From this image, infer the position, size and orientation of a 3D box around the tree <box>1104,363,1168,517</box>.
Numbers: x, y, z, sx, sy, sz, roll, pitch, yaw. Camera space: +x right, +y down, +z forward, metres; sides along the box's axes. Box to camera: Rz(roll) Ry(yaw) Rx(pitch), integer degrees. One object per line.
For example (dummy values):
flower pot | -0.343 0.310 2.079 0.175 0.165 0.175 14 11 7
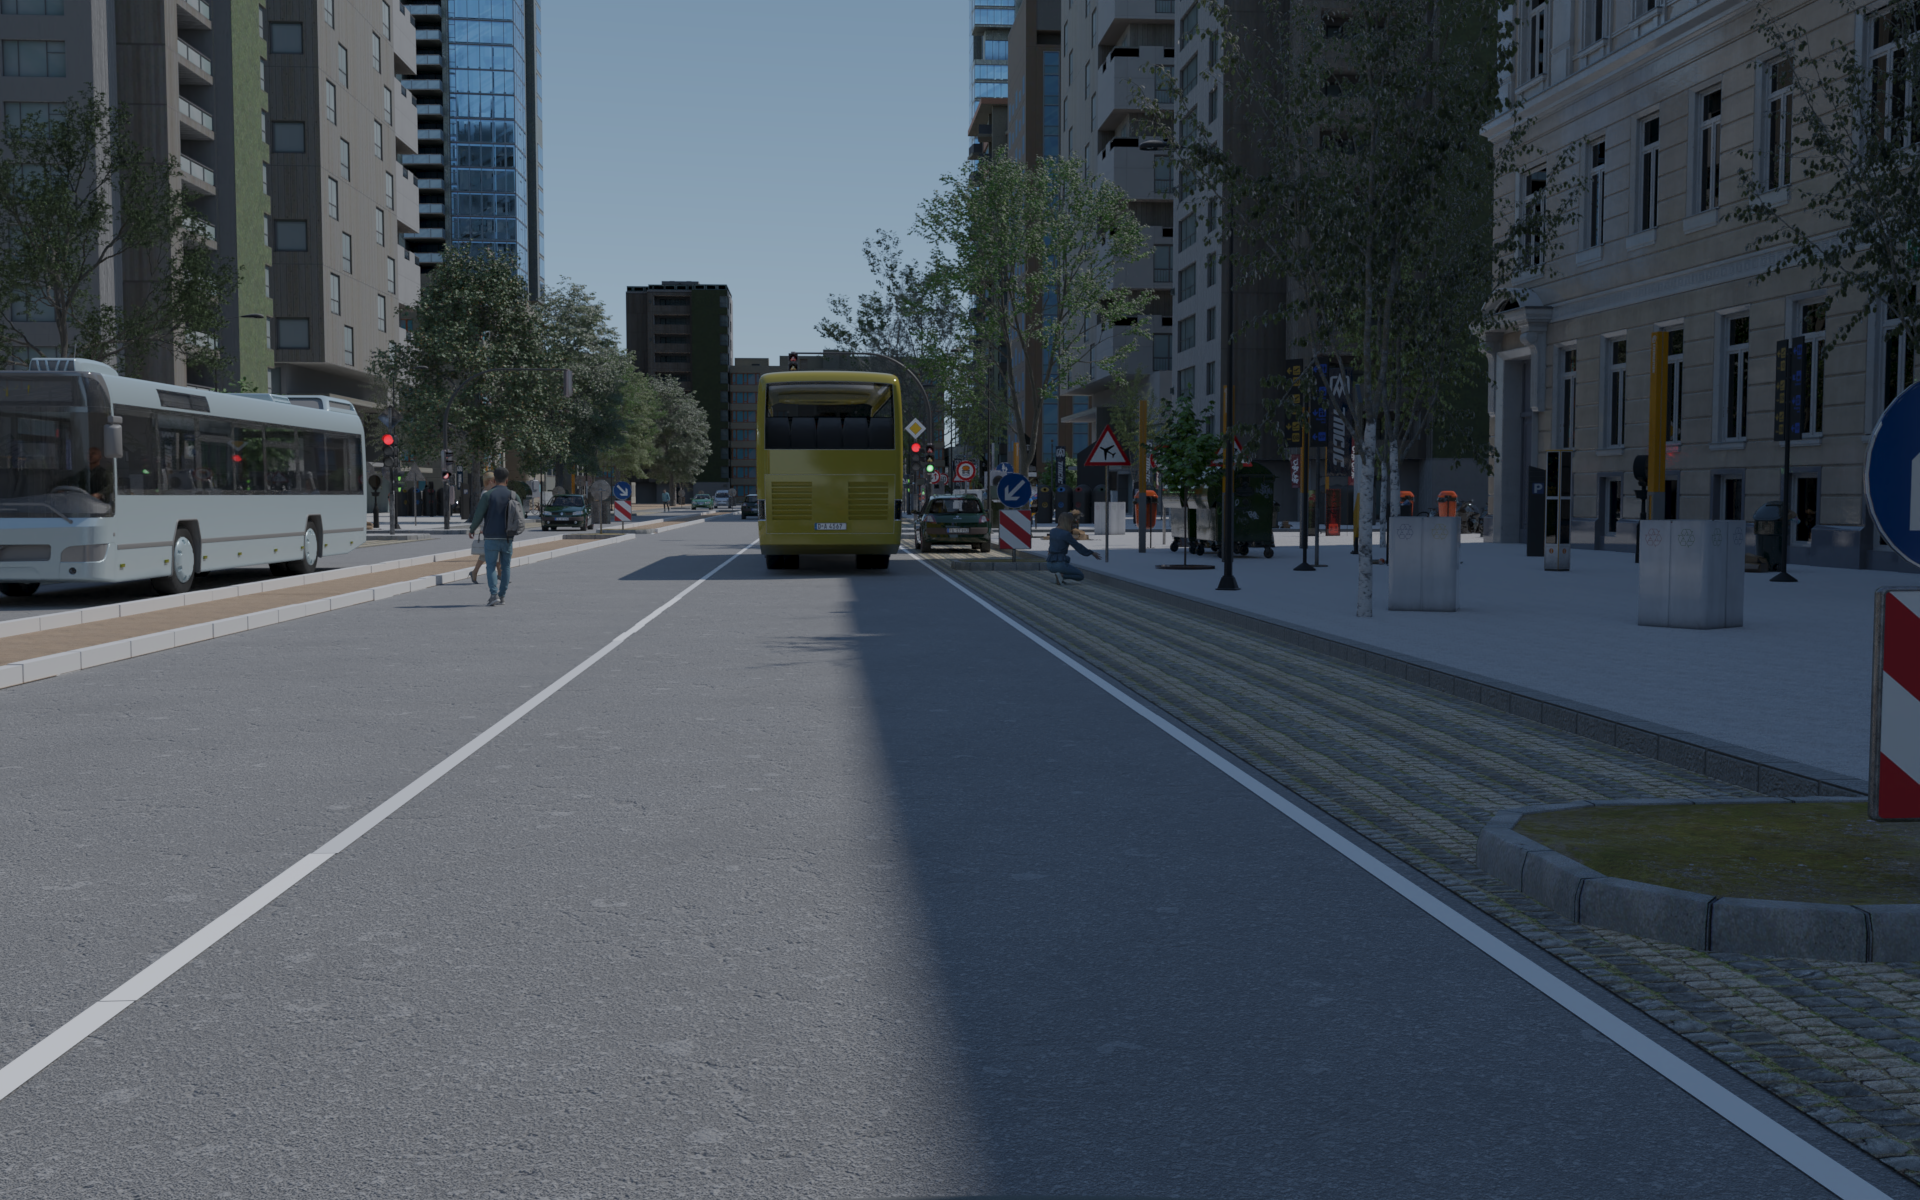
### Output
tree | 9.800 -8.889 95.701 4.737 8.622 4.395 0 3 0

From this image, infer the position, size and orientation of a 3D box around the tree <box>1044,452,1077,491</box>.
tree | 8.173 -9.125 132.911 4.285 4.588 4.351 0 3 0

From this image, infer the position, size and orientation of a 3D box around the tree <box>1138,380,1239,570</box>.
tree | 3.875 -2.140 29.589 1.663 3.219 1.824 0 3 0

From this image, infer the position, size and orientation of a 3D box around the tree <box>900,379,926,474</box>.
tree | -7.943 -16.902 182.999 9.857 13.997 8.962 0 3 0

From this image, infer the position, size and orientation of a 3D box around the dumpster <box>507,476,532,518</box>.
dumpster | -23.257 -5.382 90.491 1.502 2.255 1.985 0 4 -4

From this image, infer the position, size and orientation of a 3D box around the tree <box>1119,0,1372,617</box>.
tree | 4.102 -4.140 18.057 4.360 8.622 3.978 0 3 0

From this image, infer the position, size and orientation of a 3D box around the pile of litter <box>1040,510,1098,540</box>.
pile of litter | 3.080 -2.102 48.338 1.719 0.858 1.176 3 5 42

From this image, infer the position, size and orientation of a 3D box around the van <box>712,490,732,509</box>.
van | -23.585 -10.099 172.137 2.013 2.044 4.112 0 4 -5

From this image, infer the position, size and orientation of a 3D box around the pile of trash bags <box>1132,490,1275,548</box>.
pile of trash bags | 5.752 -1.954 41.693 3.447 1.369 1.912 -1 4 -20

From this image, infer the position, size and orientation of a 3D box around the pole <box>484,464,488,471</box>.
pole | -29.891 -7.061 109.286 0.158 3.312 0.155 0 3 0

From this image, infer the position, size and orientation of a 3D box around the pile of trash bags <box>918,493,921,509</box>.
pile of trash bags | -2.949 -7.606 134.116 1.912 1.369 3.447 0 4 -4

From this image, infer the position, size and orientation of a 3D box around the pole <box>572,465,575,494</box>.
pole | -25.385 -7.329 113.677 0.158 3.312 0.155 0 3 0

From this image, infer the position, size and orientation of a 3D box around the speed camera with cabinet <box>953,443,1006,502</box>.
speed camera with cabinet | 0.758 -4.430 66.763 2.038 3.252 0.660 -2 4 -27

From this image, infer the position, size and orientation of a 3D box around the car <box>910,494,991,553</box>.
car | -0.215 -2.061 43.483 2.009 1.686 4.222 0 4 -5

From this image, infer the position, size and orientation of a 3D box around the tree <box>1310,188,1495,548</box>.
tree | 10.385 -5.564 41.341 4.737 8.622 4.395 0 3 0

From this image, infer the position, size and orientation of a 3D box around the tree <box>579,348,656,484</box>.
tree | -26.906 -13.224 134.332 7.486 12.596 7.792 0 3 0

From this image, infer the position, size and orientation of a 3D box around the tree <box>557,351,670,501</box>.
tree | -25.967 -12.058 122.905 9.928 11.665 9.643 0 3 0

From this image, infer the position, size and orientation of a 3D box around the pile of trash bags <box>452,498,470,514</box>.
pile of trash bags | -33.320 -6.375 113.982 1.912 1.369 3.447 -2 4 -35

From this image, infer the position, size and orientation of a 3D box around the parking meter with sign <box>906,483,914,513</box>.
parking meter with sign | -3.215 -7.300 115.623 1.738 3.016 0.543 1 4 14

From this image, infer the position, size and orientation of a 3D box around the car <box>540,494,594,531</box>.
car | -15.464 -3.578 68.293 2.009 1.686 4.222 0 4 -6

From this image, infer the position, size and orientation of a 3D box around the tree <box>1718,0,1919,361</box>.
tree | 11.134 -4.239 19.667 4.360 8.622 3.978 0 3 0

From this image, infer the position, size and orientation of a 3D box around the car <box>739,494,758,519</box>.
car | -11.662 -5.475 99.295 2.009 1.686 4.222 0 4 -6

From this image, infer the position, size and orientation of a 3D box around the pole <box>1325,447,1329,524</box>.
pole | 14.885 -4.671 70.213 0.158 3.312 0.155 0 3 0

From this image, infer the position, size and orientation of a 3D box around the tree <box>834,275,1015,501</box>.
tree | -1.982 -11.427 97.195 12.009 13.543 11.850 0 3 0

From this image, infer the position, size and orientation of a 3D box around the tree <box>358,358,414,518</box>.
tree | -29.341 -8.528 89.797 4.360 8.622 3.978 0 3 0

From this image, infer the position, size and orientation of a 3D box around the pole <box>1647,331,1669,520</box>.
pole | 8.793 -1.713 21.856 0.158 3.312 0.155 0 3 0

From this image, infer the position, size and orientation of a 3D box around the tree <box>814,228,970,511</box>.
tree | -5.387 -16.544 126.384 12.611 20.169 13.585 0 3 0

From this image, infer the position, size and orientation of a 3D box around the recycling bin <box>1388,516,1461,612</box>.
recycling bin | 5.160 -0.408 19.229 0.722 1.027 0.722 1 4 20

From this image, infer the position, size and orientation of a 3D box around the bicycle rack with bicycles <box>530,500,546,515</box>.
bicycle rack with bicycles | -25.029 -5.816 108.469 2.925 0.926 2.852 2 4 31

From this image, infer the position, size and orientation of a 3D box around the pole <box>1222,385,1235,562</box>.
pole | 5.042 -2.367 32.539 0.158 3.312 0.155 0 3 0

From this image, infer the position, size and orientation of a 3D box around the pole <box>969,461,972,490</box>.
pole | 0.670 -6.997 108.243 0.158 3.312 0.155 0 3 0

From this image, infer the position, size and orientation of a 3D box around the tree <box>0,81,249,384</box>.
tree | -19.418 -6.363 38.450 8.767 10.594 7.601 1 4 20

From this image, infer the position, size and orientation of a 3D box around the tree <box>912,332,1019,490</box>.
tree | 0.586 -7.904 79.585 4.737 8.622 4.395 0 3 0

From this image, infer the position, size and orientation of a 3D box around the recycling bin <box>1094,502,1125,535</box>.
recycling bin | 4.738 -2.581 54.752 0.722 1.027 0.722 -3 5 -41

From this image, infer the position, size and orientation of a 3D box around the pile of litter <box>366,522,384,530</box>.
pile of litter | -21.565 -2.944 62.093 1.719 0.858 1.176 -1 4 -10

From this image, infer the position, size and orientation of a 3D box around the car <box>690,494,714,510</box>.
car | -23.469 -8.929 157.787 2.131 1.459 4.920 0 4 -5

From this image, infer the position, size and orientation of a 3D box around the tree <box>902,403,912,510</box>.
tree | -3.171 -9.827 111.026 4.737 8.622 4.395 0 3 0

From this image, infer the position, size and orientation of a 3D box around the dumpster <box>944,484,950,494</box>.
dumpster | -1.251 -6.351 106.336 1.502 2.255 1.985 0 4 -5

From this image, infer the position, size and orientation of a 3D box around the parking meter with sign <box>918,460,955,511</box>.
parking meter with sign | -1.185 -5.673 89.008 1.738 3.016 0.543 -1 4 -10

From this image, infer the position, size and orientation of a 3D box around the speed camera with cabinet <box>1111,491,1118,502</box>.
speed camera with cabinet | 6.949 -5.691 87.389 2.038 3.252 0.660 2 4 35

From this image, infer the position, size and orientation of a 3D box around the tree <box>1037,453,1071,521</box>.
tree | 4.467 -5.310 81.419 1.663 3.219 1.824 0 3 0

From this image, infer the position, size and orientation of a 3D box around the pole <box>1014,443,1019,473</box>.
pole | 2.229 -4.581 68.736 0.158 3.312 0.155 0 3 0

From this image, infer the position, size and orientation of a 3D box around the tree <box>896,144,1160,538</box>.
tree | 1.995 -7.638 50.644 9.928 11.665 9.643 0 3 0

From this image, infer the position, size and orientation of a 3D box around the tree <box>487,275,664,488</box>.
tree | -23.823 -11.979 102.513 9.857 13.997 8.962 0 3 0

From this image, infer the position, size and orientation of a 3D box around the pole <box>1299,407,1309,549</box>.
pole | 8.091 -2.865 40.678 0.158 3.312 0.155 0 3 0

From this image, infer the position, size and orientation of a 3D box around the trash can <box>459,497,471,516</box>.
trash can | -28.076 -5.298 98.273 0.748 1.137 0.748 0 3 0

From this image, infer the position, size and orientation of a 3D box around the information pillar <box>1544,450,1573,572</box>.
information pillar | 9.945 -1.486 28.792 0.304 2.012 0.304 -2 4 -30

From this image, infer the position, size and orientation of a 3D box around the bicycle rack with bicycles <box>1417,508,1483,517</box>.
bicycle rack with bicycles | 18.893 -3.207 65.816 2.925 0.926 2.852 1 4 19

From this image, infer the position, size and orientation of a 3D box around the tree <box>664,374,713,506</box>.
tree | -30.282 -16.851 182.173 9.857 13.997 8.962 0 3 0

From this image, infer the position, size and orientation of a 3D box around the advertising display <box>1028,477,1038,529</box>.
advertising display | 2.414 -3.562 63.445 0.974 1.923 0.123 -2 4 -26

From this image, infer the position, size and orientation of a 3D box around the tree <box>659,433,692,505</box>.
tree | -33.348 -15.665 206.482 4.360 8.622 3.978 0 3 0

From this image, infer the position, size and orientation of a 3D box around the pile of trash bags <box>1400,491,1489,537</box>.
pile of trash bags | 15.787 -2.852 56.375 3.447 1.369 1.912 -1 4 -12

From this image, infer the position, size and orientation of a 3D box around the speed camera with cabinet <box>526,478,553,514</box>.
speed camera with cabinet | -27.642 -7.339 114.334 0.660 3.252 2.038 3 4 38

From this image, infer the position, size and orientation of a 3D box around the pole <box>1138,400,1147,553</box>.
pole | 3.982 -2.687 37.769 0.158 3.312 0.155 0 3 0

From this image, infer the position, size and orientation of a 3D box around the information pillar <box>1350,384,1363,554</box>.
information pillar | 8.452 -2.779 36.792 0.183 3.616 0.504 0 4 3

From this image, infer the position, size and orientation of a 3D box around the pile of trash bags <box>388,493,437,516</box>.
pile of trash bags | -32.366 -5.725 103.363 3.447 1.369 1.912 -1 4 -9

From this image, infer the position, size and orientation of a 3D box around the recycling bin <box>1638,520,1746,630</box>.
recycling bin | 7.096 -0.260 16.804 0.722 1.027 0.722 -3 4 -36

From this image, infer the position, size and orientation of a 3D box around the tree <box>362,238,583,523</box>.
tree | -21.714 -9.826 77.665 9.611 12.733 9.660 0 3 0
